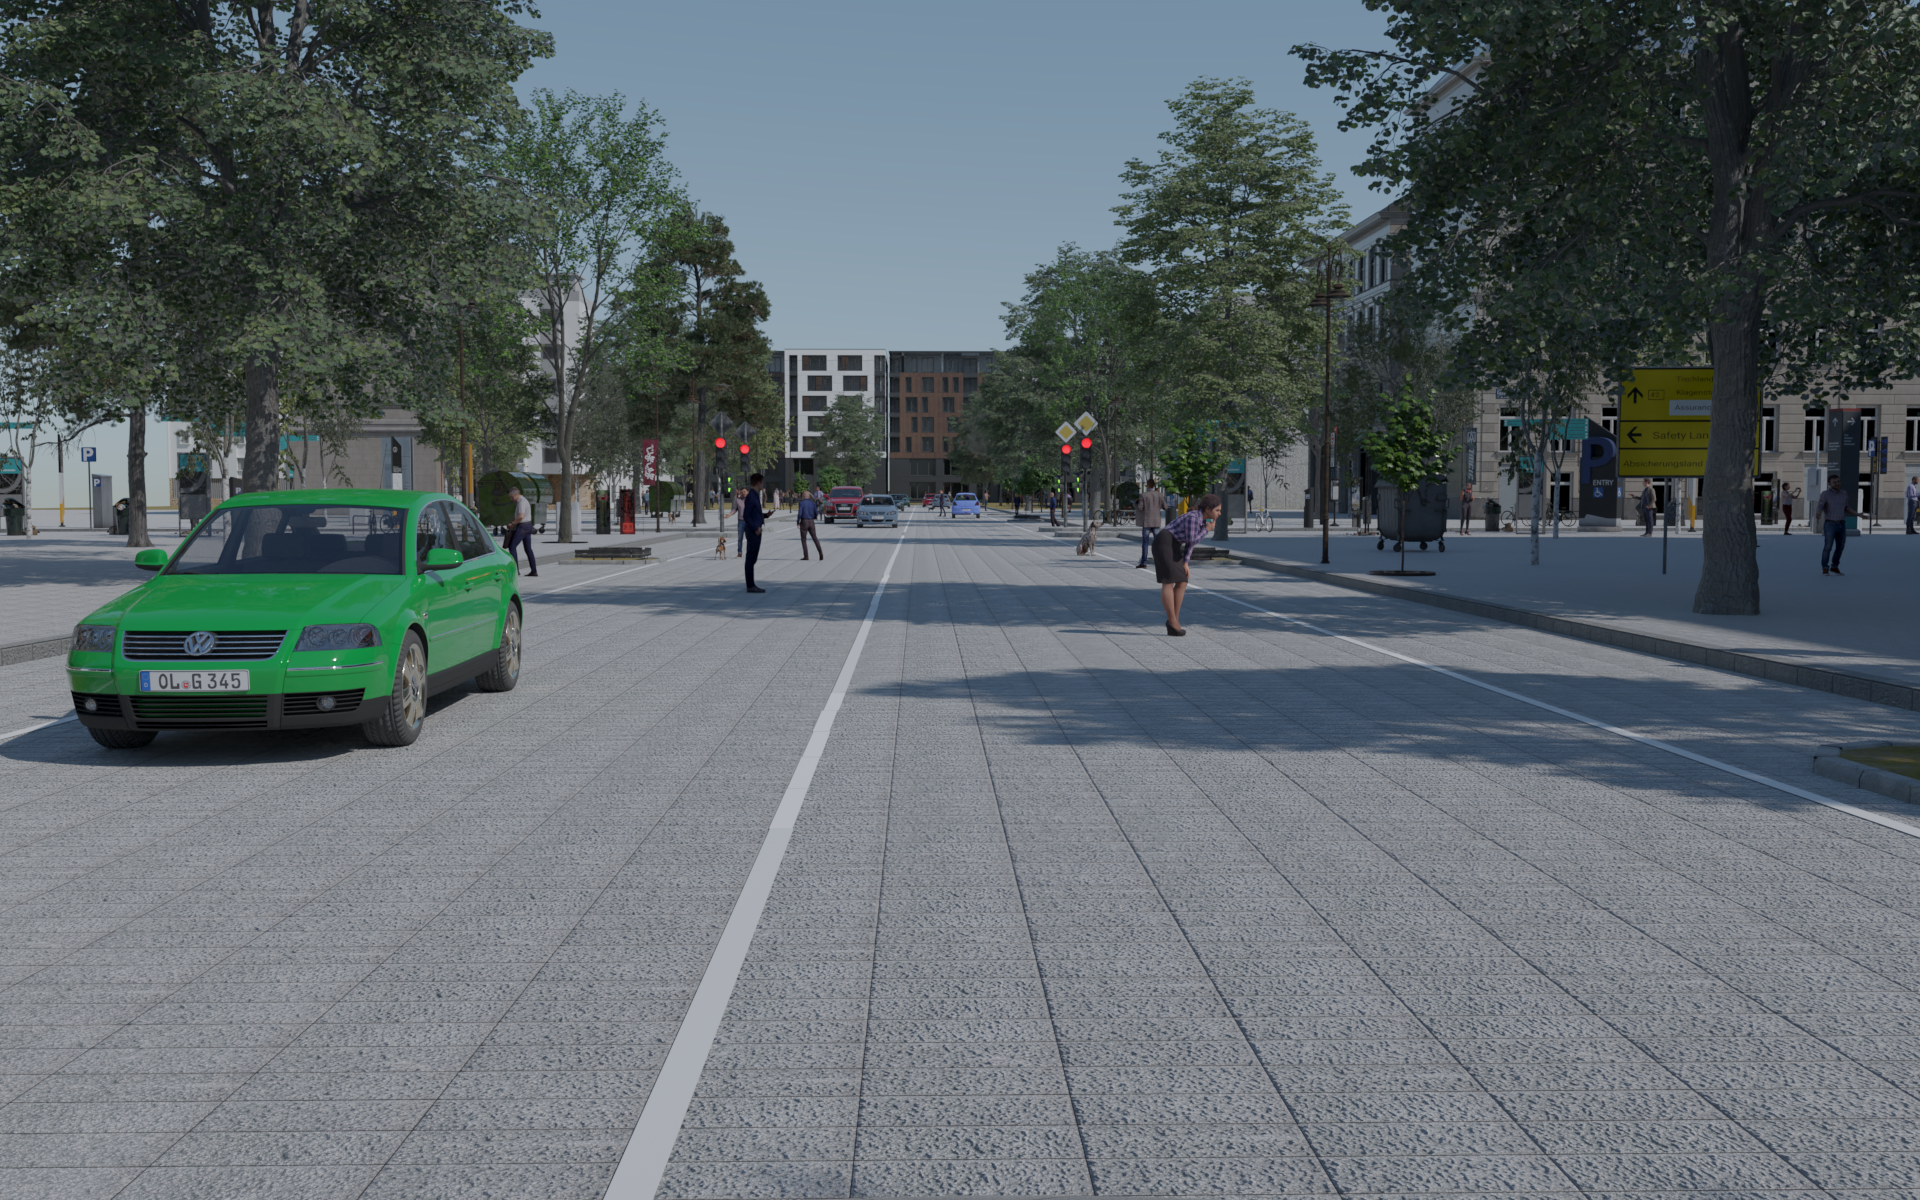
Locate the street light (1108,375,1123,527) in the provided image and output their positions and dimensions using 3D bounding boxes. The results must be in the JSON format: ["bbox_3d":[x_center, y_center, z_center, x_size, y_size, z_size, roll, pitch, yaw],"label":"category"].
[{"bbox_3d":[6.042,-5.789,67.434,0.468,5.910,1.993,0,4,-1],"label":"street light"}]

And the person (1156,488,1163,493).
[{"bbox_3d":[21.503,-10.896,184.192,1.348,1.824,0.705,2,4,34],"label":"person"}]

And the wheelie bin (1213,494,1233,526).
[{"bbox_3d":[10.706,-3.835,70.609,0.693,1.594,0.980,3,5,44],"label":"wheelie bin"}]

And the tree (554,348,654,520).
[{"bbox_3d":[-17.077,-8.247,85.207,4.360,8.622,3.978,0,3,0],"label":"tree"}]

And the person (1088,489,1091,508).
[{"bbox_3d":[11.891,-9.255,158.179,1.217,1.723,0.721,2,4,28],"label":"person"}]

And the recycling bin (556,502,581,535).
[{"bbox_3d":[-12.338,-2.572,54.600,0.722,1.027,0.722,0,4,-7],"label":"recycling bin"}]

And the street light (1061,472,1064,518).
[{"bbox_3d":[5.469,-7.305,92.232,0.468,5.910,1.993,0,4,-1],"label":"street light"}]

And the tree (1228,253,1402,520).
[{"bbox_3d":[18.075,-10.831,87.463,12.009,13.543,11.850,0,3,0],"label":"tree"}]

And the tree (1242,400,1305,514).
[{"bbox_3d":[19.627,-9.761,109.959,4.360,8.622,3.978,0,3,0],"label":"tree"}]

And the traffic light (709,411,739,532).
[{"bbox_3d":[-7.955,-4.201,57.924,0.839,4.213,0.868,0,4,-1],"label":"traffic light"}]

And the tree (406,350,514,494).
[{"bbox_3d":[-24.521,-8.129,83.265,4.737,8.622,4.395,0,3,0],"label":"tree"}]

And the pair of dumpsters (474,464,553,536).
[{"bbox_3d":[-13.841,-3.134,53.738,1.574,2.255,4.436,0,4,-1],"label":"pair of dumpsters"}]

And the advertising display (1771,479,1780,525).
[{"bbox_3d":[34.379,-4.147,73.021,0.123,1.923,0.974,1,4,12],"label":"advertising display"}]

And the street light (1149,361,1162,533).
[{"bbox_3d":[6.299,-5.136,56.758,0.468,5.910,1.993,0,4,-1],"label":"street light"}]

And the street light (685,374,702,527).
[{"bbox_3d":[-10.264,-5.749,66.788,0.468,5.910,1.993,0,4,-1],"label":"street light"}]

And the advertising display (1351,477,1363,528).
[{"bbox_3d":[15.180,-3.734,66.264,0.123,1.923,0.974,0,4,-6],"label":"advertising display"}]

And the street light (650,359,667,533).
[{"bbox_3d":[-10.036,-5.176,57.420,0.468,5.910,1.993,0,4,-1],"label":"street light"}]

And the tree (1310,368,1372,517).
[{"bbox_3d":[21.415,-8.913,96.094,4.737,8.622,4.395,0,3,0],"label":"tree"}]

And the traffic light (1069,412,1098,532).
[{"bbox_3d":[4.203,-4.218,58.217,0.839,4.213,0.868,0,4,-1],"label":"traffic light"}]

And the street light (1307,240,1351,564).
[{"bbox_3d":[6.748,-3.611,31.822,0.468,5.910,1.993,0,4,-1],"label":"street light"}]

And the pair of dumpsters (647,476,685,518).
[{"bbox_3d":[-15.893,-5.563,93.447,1.574,2.255,4.436,0,4,-1],"label":"pair of dumpsters"}]

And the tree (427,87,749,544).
[{"bbox_3d":[-10.187,-7.271,44.637,9.928,11.665,9.643,0,3,0],"label":"tree"}]

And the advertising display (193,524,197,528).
[{"bbox_3d":[-29.114,-3.708,65.833,0.123,1.923,0.974,-1,4,-20],"label":"advertising display"}]

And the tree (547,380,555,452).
[{"bbox_3d":[-22.693,-9.310,102.578,4.360,8.622,3.978,0,3,0],"label":"tree"}]

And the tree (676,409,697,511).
[{"bbox_3d":[-20.573,-10.907,128.698,4.737,8.622,4.395,0,3,0],"label":"tree"}]

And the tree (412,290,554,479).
[{"bbox_3d":[-24.823,-10.514,90.024,7.486,12.596,7.792,0,3,0],"label":"tree"}]

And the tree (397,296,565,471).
[{"bbox_3d":[-21.006,-8.695,76.576,7.601,10.594,8.767,0,4,3],"label":"tree"}]

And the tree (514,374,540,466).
[{"bbox_3d":[-25.223,-9.000,97.510,4.737,8.622,4.395,0,3,0],"label":"tree"}]

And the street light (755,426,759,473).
[{"bbox_3d":[-10.687,-7.241,91.186,0.468,5.910,1.993,0,4,-1],"label":"street light"}]

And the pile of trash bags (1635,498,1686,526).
[{"bbox_3d":[27.649,-3.690,70.089,3.447,1.369,1.912,3,4,37],"label":"pile of trash bags"}]

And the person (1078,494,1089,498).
[{"bbox_3d":[13.307,-10.974,185.475,1.348,1.822,0.705,-1,4,-12],"label":"person"}]

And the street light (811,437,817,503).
[{"bbox_3d":[-11.827,-10.230,140.052,0.468,5.910,1.993,0,4,-1],"label":"street light"}]

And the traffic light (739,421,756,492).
[{"bbox_3d":[-8.138,-4.689,65.907,0.839,4.213,0.868,0,4,-1],"label":"traffic light"}]

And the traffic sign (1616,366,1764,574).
[{"bbox_3d":[11.614,-2.065,27.641,2.265,3.308,0.079,0,4,3],"label":"traffic sign"}]

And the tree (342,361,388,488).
[{"bbox_3d":[-26.971,-7.562,74.007,4.360,8.622,3.978,0,3,0],"label":"tree"}]

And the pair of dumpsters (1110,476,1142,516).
[{"bbox_3d":[9.320,-5.857,98.253,1.574,2.255,4.436,0,4,-1],"label":"pair of dumpsters"}]

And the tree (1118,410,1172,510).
[{"bbox_3d":[11.906,-9.785,110.351,4.737,8.622,4.395,0,3,0],"label":"tree"}]

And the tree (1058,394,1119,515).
[{"bbox_3d":[7.492,-9.663,108.355,4.360,8.622,3.978,0,3,0],"label":"tree"}]

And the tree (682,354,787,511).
[{"bbox_3d":[-15.936,-12.399,120.847,7.486,12.596,7.792,0,3,0],"label":"tree"}]

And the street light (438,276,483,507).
[{"bbox_3d":[-9.486,-3.684,33.026,0.468,5.910,1.993,0,4,-1],"label":"street light"}]

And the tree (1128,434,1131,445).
[{"bbox_3d":[9.770,-10.079,115.152,4.360,8.622,3.978,0,3,0],"label":"tree"}]

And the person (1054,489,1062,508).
[{"bbox_3d":[9.150,-9.453,161.146,0.990,1.755,0.434,2,4,31],"label":"person"}]

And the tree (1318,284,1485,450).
[{"bbox_3d":[19.498,-8.690,76.489,7.601,10.594,8.767,0,4,3],"label":"tree"}]

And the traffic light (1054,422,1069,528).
[{"bbox_3d":[4.020,-4.707,66.200,0.839,4.213,0.868,0,4,-1],"label":"traffic light"}]

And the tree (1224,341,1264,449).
[{"bbox_3d":[14.132,-10.679,100.359,9.928,11.665,9.643,0,3,0],"label":"tree"}]

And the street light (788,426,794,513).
[{"bbox_3d":[-11.328,-8.738,115.657,0.468,5.910,1.993,0,4,-1],"label":"street light"}]

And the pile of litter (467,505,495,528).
[{"bbox_3d":[-18.513,-3.153,65.508,1.719,0.858,1.176,0,4,-8],"label":"pile of litter"}]

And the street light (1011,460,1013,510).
[{"bbox_3d":[4.258,-10.289,141.019,0.468,5.910,1.993,0,4,-1],"label":"street light"}]

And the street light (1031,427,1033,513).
[{"bbox_3d":[4.859,-8.797,116.626,0.468,5.910,1.993,0,4,-1],"label":"street light"}]

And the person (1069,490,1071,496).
[{"bbox_3d":[12.509,-11.731,198.564,0.721,1.735,1.217,0,4,-7],"label":"person"}]

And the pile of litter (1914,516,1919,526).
[{"bbox_3d":[39.444,-3.423,69.927,1.719,0.858,1.176,1,4,20],"label":"pile of litter"}]

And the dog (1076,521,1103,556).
[{"bbox_3d":[2.941,-1.440,40.378,0.513,0.831,0.800,-1,4,-19],"label":"dog"}]
